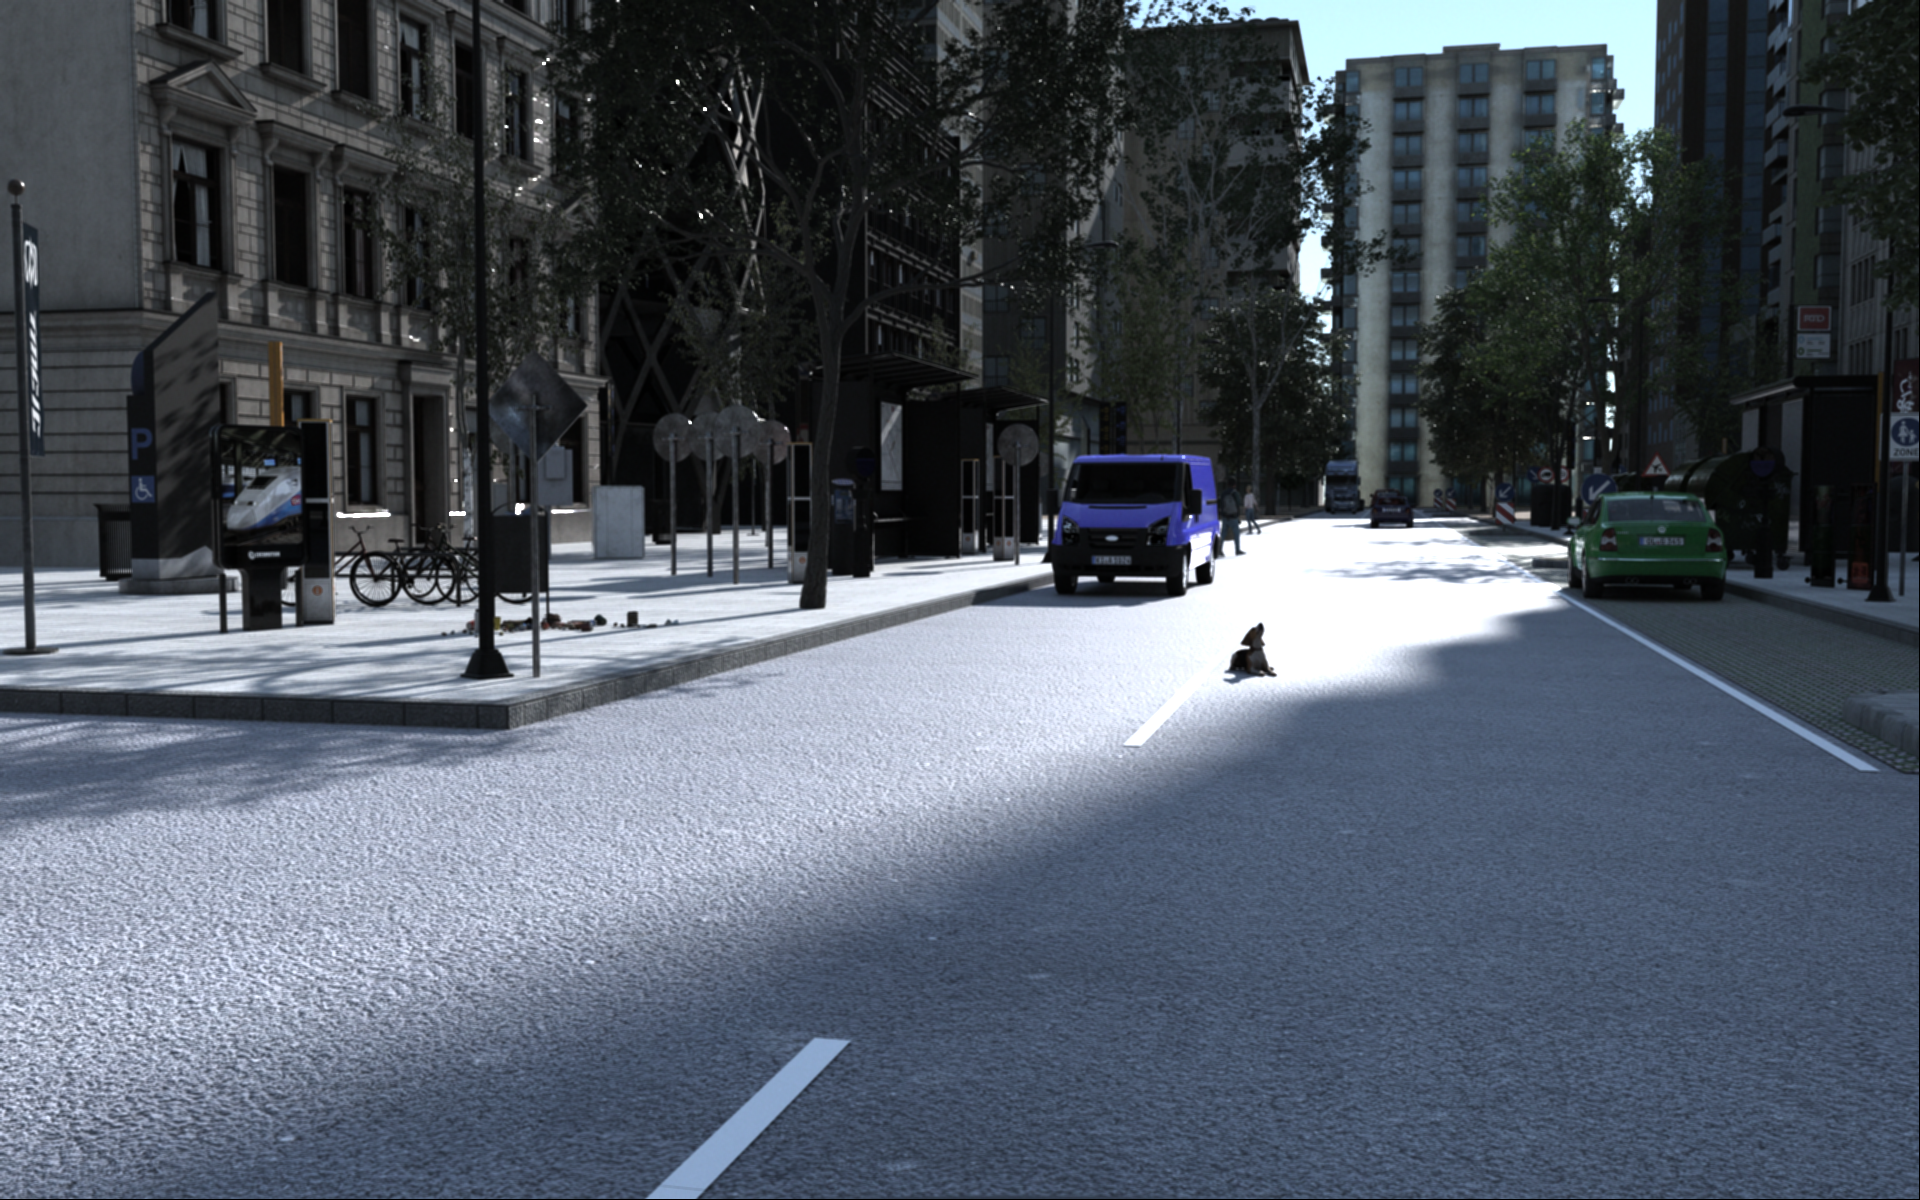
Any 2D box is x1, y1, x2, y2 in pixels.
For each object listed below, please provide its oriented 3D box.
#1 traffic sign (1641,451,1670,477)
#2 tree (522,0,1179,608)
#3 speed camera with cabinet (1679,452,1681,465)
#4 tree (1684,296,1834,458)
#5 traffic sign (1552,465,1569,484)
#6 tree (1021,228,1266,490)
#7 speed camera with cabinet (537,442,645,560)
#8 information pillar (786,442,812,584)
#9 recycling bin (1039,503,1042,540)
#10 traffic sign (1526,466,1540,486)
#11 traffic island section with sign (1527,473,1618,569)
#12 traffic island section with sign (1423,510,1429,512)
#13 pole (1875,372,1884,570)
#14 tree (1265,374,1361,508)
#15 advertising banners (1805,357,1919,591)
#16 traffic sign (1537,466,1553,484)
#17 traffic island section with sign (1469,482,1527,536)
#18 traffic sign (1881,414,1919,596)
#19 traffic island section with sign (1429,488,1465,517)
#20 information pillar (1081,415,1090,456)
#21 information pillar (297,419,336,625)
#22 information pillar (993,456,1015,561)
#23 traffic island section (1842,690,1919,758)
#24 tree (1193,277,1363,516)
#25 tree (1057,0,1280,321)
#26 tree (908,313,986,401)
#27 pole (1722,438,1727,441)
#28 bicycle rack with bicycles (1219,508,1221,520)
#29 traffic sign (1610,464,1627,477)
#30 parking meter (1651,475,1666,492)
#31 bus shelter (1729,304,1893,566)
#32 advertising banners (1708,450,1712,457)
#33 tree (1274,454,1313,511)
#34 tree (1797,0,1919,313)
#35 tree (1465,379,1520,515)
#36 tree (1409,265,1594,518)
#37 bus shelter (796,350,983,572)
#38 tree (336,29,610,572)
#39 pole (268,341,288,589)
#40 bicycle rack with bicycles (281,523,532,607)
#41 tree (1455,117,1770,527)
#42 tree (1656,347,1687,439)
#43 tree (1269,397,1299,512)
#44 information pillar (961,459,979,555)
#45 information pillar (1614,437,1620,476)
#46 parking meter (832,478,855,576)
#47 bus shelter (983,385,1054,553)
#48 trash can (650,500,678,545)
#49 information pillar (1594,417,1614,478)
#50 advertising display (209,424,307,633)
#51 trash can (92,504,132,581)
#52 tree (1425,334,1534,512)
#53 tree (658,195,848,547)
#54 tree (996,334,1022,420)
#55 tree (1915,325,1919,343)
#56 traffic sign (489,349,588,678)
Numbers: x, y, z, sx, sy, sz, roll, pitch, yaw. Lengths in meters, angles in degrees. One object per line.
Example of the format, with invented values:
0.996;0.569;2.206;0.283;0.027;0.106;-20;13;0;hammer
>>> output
21.244;-3.232;52.854;0.884;2.594;0.081;1;4;22;traffic sign
-1.349;-5.173;18.996;7.601;10.594;8.767;1;4;23;tree
32.894;-5.268;80.462;2.038;3.252;0.660;-1;4;-10;speed camera with cabinet
30.594;-7.040;65.474;4.737;8.622;4.395;0;3;0;tree
26.630;-4.688;76.760;0.768;2.556;0.104;2;4;23;traffic sign
4.966;-5.920;47.154;4.737;8.622;4.395;0;3;0;tree
-7.262;-2.426;34.002;2.038;3.252;0.660;-1;4;-17;speed camera with cabinet
-2.295;-1.242;24.794;0.304;2.012;0.304;-1;4;-19;information pillar
1.876;-2.213;48.738;0.722;1.027;0.722;1;4;19;recycling bin
26.467;-4.873;79.775;0.768;2.556;0.104;1;4;15;traffic sign
12.233;-1.535;33.723;1.989;1.847;2.006;1;4;14;traffic island section with sign
37.337;-7.774;135.735;1.989;1.847;2.006;1;4;14;traffic island section with sign
15.440;-2.154;29.062;0.158;3.312;0.155;0;3;0;pole
31.967;-14.855;159.893;9.611;12.733;9.660;0;3;0;tree
12.057;-1.648;23.135;0.090;3.025;2.074;-1;4;-11;advertising banners
26.876;-4.854;79.472;0.768;2.556;0.104;1;4;20;traffic sign
18.677;-3.136;59.900;1.989;1.847;2.006;1;4;14;traffic island section with sign
11.884;-1.203;21.792;0.606;2.300;0.079;1;4;22;traffic sign
30.833;-6.157;109.287;1.989;1.847;2.006;1;4;14;traffic island section with sign
3.709;-3.671;51.374;0.183;3.616;0.504;-1;4;-21;information pillar
-6.339;-0.770;17.076;0.304;2.012;0.304;-1;4;-16;information pillar
0.846;-1.763;33.309;0.304;2.012;0.304;-3;5;-40;information pillar
6.327;0.761;9.840;2.009;0.180;2.903;1;4;14;traffic island section
18.326;-11.905;101.309;9.857;13.997;8.962;0;3;0;tree
9.187;-12.667;62.994;12.611;20.169;13.585;0;3;0;tree
-0.412;-7.317;69.988;4.360;8.622;3.978;0;3;0;tree
27.697;-4.219;62.818;0.158;3.312;0.155;0;3;0;pole
11.820;-4.253;82.912;2.852;0.926;2.925;-1;4;-11;bicycle rack with bicycles
28.157;-4.531;74.193;0.768;2.556;0.104;1;4;20;traffic sign
20.973;-2.834;52.053;0.255;1.863;0.399;-1;4;-23;parking meter
16.808;-3.483;34.579;2.179;5.291;8.768;1;4;14;bus shelter
29.935;-4.495;69.680;0.090;3.025;2.074;1;4;9;advertising banners
25.254;-9.119;132.816;4.285;4.588;4.351;0;3;0;tree
11.130;-5.952;15.448;7.486;12.596;7.792;0;3;0;tree
31.943;-9.387;103.838;4.737;8.622;4.395;0;3;0;tree
29.278;-11.465;94.106;9.857;13.997;8.962;0;3;0;tree
-1.200;-2.465;31.584;1.731;3.624;6.357;1;4;14;bus shelter
-7.898;-4.778;28.489;4.360;8.622;3.978;0;3;0;tree
-9.160;-1.799;23.264;0.158;3.312;0.155;0;3;0;pole
-6.279;-0.438;20.546;2.925;0.926;2.852;1;4;11;bicycle rack with bicycles
17.672;-7.412;46.943;9.928;11.665;9.643;0;3;0;tree
32.235;-7.588;74.425;4.737;8.622;4.395;0;3;0;tree
22.060;-10.424;120.797;4.737;8.622;4.395;0;3;0;tree
0.212;-1.964;36.605;0.304;2.012;0.304;1;4;18;information pillar
27.085;-4.907;71.582;0.183;3.616;0.504;0;4;-6;information pillar
-1.840;-1.161;27.388;0.372;1.533;0.369;0;3;0;parking meter
0.787;-3.020;40.664;1.731;3.624;6.357;1;4;14;bus shelter
-7.543;-1.989;44.170;0.748;1.137;0.748;0;3;0;trash can
19.655;-3.777;53.104;0.504;3.616;0.183;-1;4;-10;information pillar
-6.599;-0.680;16.333;0.123;1.923;0.974;2;4;29;advertising display
-12.444;-0.860;25.710;0.748;1.137;0.748;0;3;0;trash can
37.407;-12.467;121.964;7.486;12.596;7.792;0;3;0;tree
-4.916;-5.609;42.072;4.360;8.622;3.978;0;3;0;tree
3.371;-7.855;78.791;4.737;8.622;4.395;0;3;0;tree
29.141;-6.046;49.212;4.737;8.622;4.395;0;3;0;tree
-2.961;-0.515;12.062;0.795;2.450;0.064;1;4;14;traffic sign
